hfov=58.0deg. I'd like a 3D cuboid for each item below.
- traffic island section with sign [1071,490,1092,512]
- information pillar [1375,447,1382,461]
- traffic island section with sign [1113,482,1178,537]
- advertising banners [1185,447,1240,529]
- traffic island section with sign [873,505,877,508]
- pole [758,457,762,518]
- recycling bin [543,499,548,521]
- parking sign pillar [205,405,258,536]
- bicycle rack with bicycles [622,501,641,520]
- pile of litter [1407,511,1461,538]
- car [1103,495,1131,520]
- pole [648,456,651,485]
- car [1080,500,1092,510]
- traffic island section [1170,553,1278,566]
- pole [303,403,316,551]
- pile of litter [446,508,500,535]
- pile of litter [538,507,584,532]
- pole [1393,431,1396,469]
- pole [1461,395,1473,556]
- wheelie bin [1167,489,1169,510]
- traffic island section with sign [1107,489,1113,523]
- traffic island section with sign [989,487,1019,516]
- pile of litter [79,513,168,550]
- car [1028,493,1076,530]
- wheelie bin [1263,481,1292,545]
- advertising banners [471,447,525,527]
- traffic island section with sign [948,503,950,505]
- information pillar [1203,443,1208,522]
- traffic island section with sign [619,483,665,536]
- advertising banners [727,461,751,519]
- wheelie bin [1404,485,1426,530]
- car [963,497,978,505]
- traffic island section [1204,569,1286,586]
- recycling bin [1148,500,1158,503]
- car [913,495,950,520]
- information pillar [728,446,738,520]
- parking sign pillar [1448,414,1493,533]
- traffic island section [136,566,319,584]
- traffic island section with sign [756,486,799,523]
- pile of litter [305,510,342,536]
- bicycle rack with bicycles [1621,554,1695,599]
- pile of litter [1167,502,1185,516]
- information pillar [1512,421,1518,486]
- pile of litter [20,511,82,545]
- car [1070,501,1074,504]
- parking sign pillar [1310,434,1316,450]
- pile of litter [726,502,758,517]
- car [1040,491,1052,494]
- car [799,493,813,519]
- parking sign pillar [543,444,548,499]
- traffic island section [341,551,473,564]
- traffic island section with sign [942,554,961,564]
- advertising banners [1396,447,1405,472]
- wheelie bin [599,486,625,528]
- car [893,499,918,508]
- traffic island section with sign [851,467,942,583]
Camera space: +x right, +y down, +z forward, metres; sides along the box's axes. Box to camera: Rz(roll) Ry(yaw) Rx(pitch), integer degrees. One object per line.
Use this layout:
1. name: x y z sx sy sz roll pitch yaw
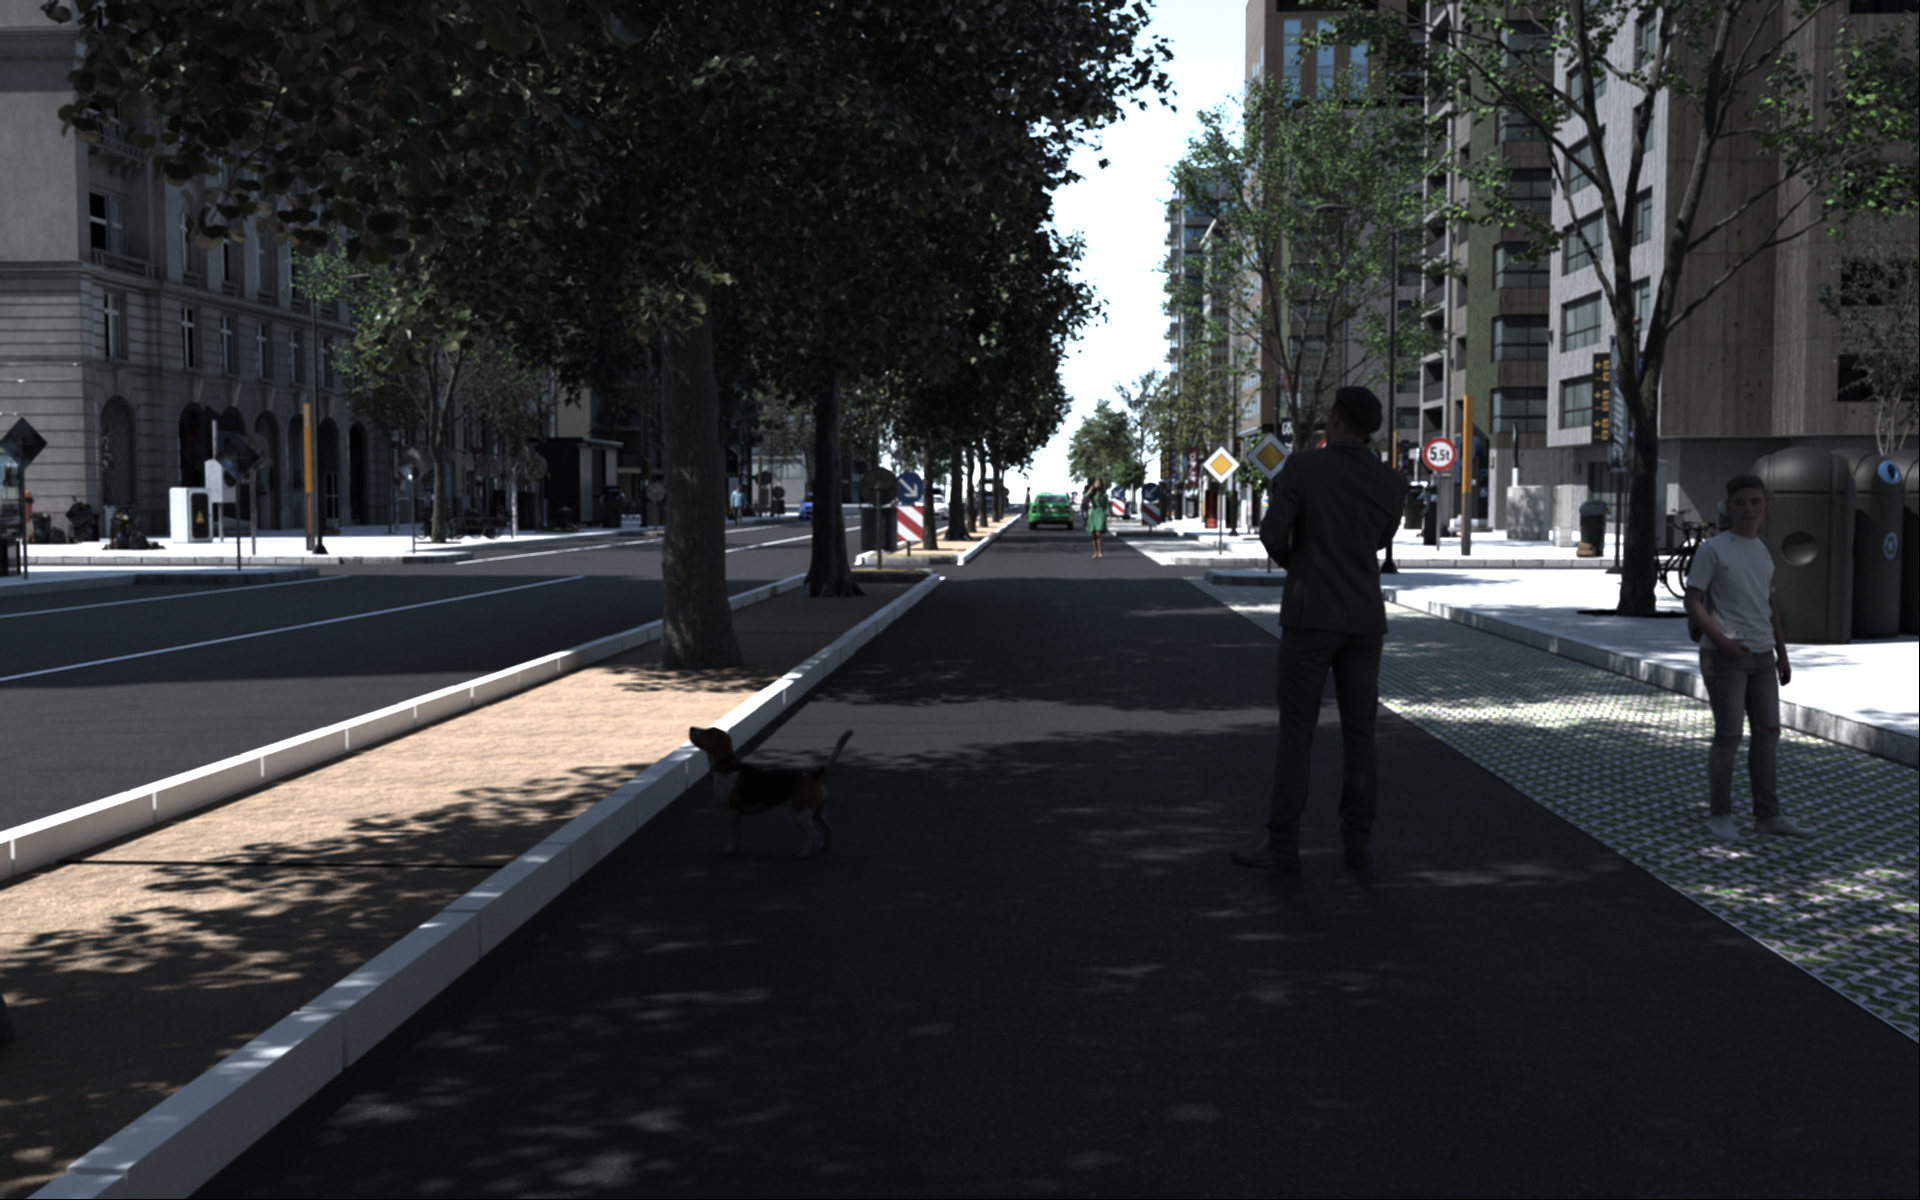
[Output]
1. traffic island section with sign: 11.658 -9.438 162.938 1.989 1.847 2.006 0 4 3
2. information pillar: 20.638 -5.761 85.547 0.183 3.616 0.504 -1 4 -17
3. traffic island section with sign: 6.254 -3.028 58.130 1.989 1.847 2.006 0 4 3
4. advertising banners: 9.337 -4.153 64.094 2.074 3.025 0.090 0 4 -1
5. traffic island section with sign: -6.550 -7.826 136.578 1.989 1.847 2.006 0 4 3
6. pole: -10.888 -6.146 94.334 0.158 3.312 0.155 0 3 0
7. recycling bin: -19.498 -4.284 82.589 0.722 1.027 0.722 3 4 37
8. parking sign pillar: -22.376 -3.955 53.137 1.447 3.967 1.447 3 5 44
9. bicycle rack with bicycles: -16.734 -4.375 84.906 2.925 0.926 2.852 3 5 41
10. pile of litter: 14.100 -2.288 51.366 1.176 0.858 1.719 -2 4 -26
11. car: 8.286 -5.007 93.875 2.014 1.417 4.499 0 4 1
12. pole: -16.546 -6.031 92.445 0.158 3.312 0.155 0 3 0
13. car: 10.847 -7.962 142.759 1.945 1.354 3.894 0 4 3
14. traffic island section: 5.445 -0.844 36.078 2.009 0.180 2.903 0 4 3
15. pole: -14.678 -2.766 39.070 0.158 3.312 0.155 0 3 0
16. pile of litter: -15.440 -2.486 54.617 1.719 0.858 1.176 0 4 -4
17. pile of litter: -13.325 -2.703 58.164 1.719 0.858 1.176 1 4 15
18. pole: 14.024 -3.808 56.097 0.158 3.312 0.155 0 3 0
19. pole: 10.482 -2.566 35.794 0.158 3.312 0.155 0 3 0
20. wheelie bin: 12.750 -6.101 107.666 0.693 1.594 0.980 -2 4 -35
21. traffic island section with sign: 7.647 -4.683 85.194 1.989 1.847 2.006 0 4 3
22. traffic island section with sign: 2.845 -6.298 111.110 2.006 1.907 1.989 0 4 3
23. pile of litter: -19.213 -1.597 40.073 1.719 0.858 1.176 2 4 24
24. car: 3.732 -3.771 70.451 1.959 1.807 4.718 0 4 4
25. wheelie bin: 7.596 -1.995 40.527 0.980 1.594 0.693 0 4 -1
26. advertising banners: -17.321 -4.220 65.190 2.074 3.025 0.090 -2 4 -26
27. traffic island section with sign: -0.922 -14.513 245.911 1.989 1.847 2.006 0 4 3
28. information pillar: 11.134 -5.330 78.503 0.183 3.616 0.504 -1 4 -9
29. traffic island section with sign: -10.521 -3.113 59.522 1.989 1.847 2.006 0 4 3
30. advertising banners: -11.951 -5.760 90.370 2.074 3.025 0.090 0 4 -7
31. wheelie bin: 16.419 -3.339 62.498 0.980 1.594 0.693 0 4 4
32. car: 1.447 -13.165 225.037 2.009 1.686 4.222 0 4 4
33. traffic island section: 5.035 -0.356 28.104 2.009 0.180 2.903 0 4 3
34. recycling bin: 11.464 -5.441 101.516 0.722 1.027 0.722 1 4 21
35. car: -1.609 -5.238 98.000 2.083 1.381 4.827 0 4 2
36. information pillar: -11.161 -5.741 85.212 0.504 3.616 0.183 0 4 5
37. parking sign pillar: 17.077 -4.243 57.839 1.447 3.967 1.447 -1 4 -22
38. traffic island section: -12.084 -0.410 28.987 2.009 0.180 2.903 0 4 3
39. traffic island section with sign: -9.113 -4.778 86.756 1.989 1.847 2.006 0 4 3
40. pile of litter: -19.966 -2.464 54.259 1.176 0.858 1.719 0 4 -1
41. bicycle rack with bicycles: 9.382 -0.458 20.863 2.925 0.926 2.852 0 4 -7
42. pile of litter: 12.604 -5.444 102.974 1.176 0.858 1.719 -2 4 -32
43. information pillar: 17.694 -3.906 55.217 0.183 3.616 0.504 1 4 9
44. pile of litter: -23.443 -1.855 44.291 1.719 0.858 1.176 0 4 3
45. car: 5.285 -5.238 95.428 2.009 1.686 4.222 0 4 4
46. parking sign pillar: 15.349 -5.465 77.832 1.447 3.967 1.447 1 4 21
47. pile of litter: -12.216 -5.123 97.732 1.719 0.858 1.176 0 4 -1
48. car: 11.569 -13.717 232.939 2.281 1.827 5.304 0 4 4
49. car: -8.211 -5.480 99.187 1.945 1.707 3.694 0 4 3
50. parking sign pillar: -21.204 -6.259 90.813 1.447 3.967 1.447 3 4 38
51. traffic island section: -11.673 -0.898 36.961 2.009 0.180 2.903 0 4 3
52. traffic island section with sign: -1.010 -1.708 36.070 2.006 1.907 1.989 0 4 3
53. advertising banners: 15.952 -4.186 64.634 2.074 3.025 0.090 -3 4 -38
54. wheelie bin: -13.040 -3.497 65.092 0.980 1.594 0.693 -2 4 -32
55. car: -3.774 -7.042 124.173 2.155 1.783 4.494 0 4 2
56. traffic island section with sign: -1.401 -1.256 28.673 2.006 1.907 1.989 0 4 3
